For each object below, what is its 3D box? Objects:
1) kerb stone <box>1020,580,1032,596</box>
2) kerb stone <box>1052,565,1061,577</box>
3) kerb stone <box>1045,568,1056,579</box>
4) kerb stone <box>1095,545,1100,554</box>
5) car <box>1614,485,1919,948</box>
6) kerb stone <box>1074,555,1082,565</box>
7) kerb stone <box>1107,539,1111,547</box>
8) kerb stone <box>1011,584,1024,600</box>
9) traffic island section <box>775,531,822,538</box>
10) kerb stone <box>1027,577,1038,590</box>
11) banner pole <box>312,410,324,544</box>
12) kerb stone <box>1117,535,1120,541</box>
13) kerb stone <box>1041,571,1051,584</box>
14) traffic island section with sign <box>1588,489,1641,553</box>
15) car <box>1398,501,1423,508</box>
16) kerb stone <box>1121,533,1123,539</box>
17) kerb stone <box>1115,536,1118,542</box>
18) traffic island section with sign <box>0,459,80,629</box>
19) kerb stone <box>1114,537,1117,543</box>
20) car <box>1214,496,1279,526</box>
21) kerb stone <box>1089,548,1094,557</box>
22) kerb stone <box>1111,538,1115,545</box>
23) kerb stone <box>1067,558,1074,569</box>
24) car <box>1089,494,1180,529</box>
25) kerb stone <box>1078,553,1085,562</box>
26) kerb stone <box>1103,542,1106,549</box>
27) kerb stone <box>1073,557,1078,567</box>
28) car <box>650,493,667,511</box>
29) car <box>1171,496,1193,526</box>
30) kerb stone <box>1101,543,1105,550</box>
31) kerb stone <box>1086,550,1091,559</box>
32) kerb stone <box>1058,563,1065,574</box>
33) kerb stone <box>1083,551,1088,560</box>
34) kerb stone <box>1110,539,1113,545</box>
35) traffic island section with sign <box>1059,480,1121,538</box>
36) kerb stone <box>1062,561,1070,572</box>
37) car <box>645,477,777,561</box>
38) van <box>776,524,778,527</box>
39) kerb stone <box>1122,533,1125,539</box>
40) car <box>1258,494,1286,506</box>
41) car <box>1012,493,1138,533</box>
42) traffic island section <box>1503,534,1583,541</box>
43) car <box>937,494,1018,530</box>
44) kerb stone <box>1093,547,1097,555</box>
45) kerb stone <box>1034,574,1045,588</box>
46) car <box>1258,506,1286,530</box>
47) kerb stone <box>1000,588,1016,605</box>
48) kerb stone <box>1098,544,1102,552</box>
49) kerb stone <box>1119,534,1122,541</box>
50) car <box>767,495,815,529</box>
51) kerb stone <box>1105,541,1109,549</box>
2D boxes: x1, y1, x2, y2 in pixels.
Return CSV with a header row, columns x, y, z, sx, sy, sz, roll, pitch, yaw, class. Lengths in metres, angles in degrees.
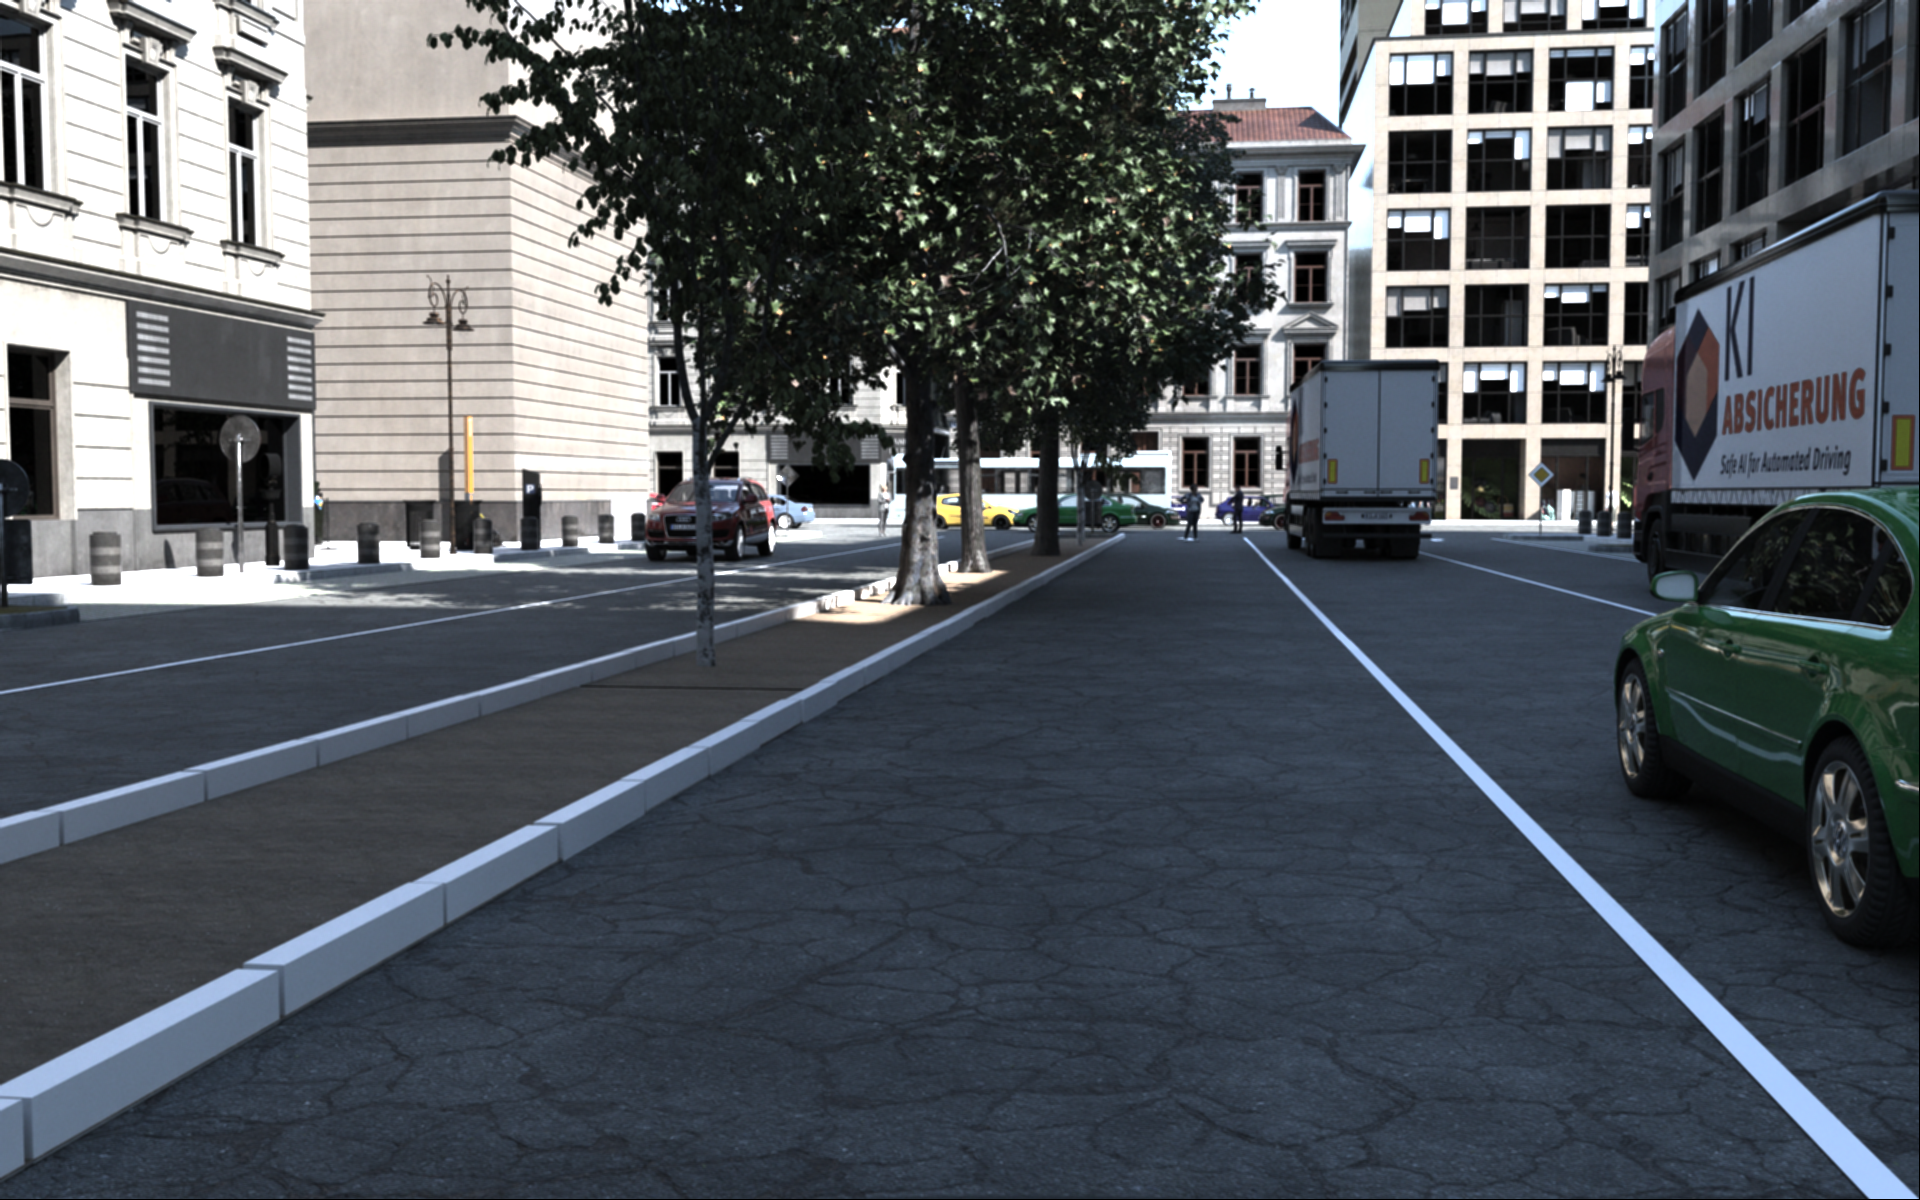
x,y,z,sx,sy,sz,roll,pitch,yaw,class
0.877,-0.141,24.583,0.120,0.150,1.000,0,4,8,kerb stone
1.580,-0.458,29.681,0.120,0.150,1.000,0,4,8,kerb stone
1.438,-0.396,28.665,0.120,0.150,1.000,0,4,8,kerb stone
3.145,-1.139,40.890,0.120,0.150,1.000,0,4,8,kerb stone
3.862,0.127,6.719,1.959,1.807,4.718,0,4,8,car
2.299,-0.767,34.781,0.120,0.150,1.000,0,4,8,kerb stone
3.859,-1.456,46.000,0.120,0.150,1.000,0,4,8,kerb stone
0.732,-0.084,23.567,0.120,0.150,1.000,0,4,8,kerb stone
-5.781,-2.175,57.842,2.009,0.180,2.903,0,4,8,traffic island section
1.009,-0.209,25.609,0.120,0.150,1.000,0,4,8,kerb stone
-16.886,-3.343,44.682,0.863,3.779,0.401,0,4,1,banner pole
4.576,-1.761,51.092,0.120,0.150,1.000,0,4,8,kerb stone
1.308,-0.329,27.648,0.120,0.150,1.000,0,4,8,kerb stone
16.661,-2.088,42.764,1.989,1.847,2.006,0,4,8,traffic island section with sign
17.843,-3.864,75.183,4.499,1.417,2.014,1,4,8,car
4.855,-1.889,53.136,0.120,0.150,1.000,0,4,8,kerb stone
4.419,-1.700,50.074,0.120,0.150,1.000,0,4,8,kerb stone
-10.863,-0.630,18.932,1.989,1.847,2.006,0,4,8,traffic island section with sign
4.282,-1.641,49.050,0.120,0.150,1.000,0,4,8,kerb stone
13.543,-4.050,78.792,3.894,1.354,1.945,0,4,7,car
2.861,-1.018,38.847,0.120,0.150,1.000,0,4,8,kerb stone
4.136,-1.580,48.033,0.120,0.150,1.000,0,4,8,kerb stone
2.016,-0.645,32.740,0.120,0.150,1.000,0,4,8,kerb stone
6.937,-3.752,71.130,4.222,1.686,2.009,1,4,9,car
2.433,-0.832,35.798,0.120,0.150,1.000,0,4,8,kerb stone
3.566,-1.330,43.960,0.120,0.150,1.000,0,4,8,kerb stone
2.154,-0.704,33.766,0.120,0.150,1.000,0,4,8,kerb stone
-11.936,-3.581,67.582,4.494,1.783,2.155,0,4,7,car
10.048,-4.118,79.912,1.945,1.354,3.894,1,4,9,car
3.433,-1.269,42.942,0.120,0.150,1.000,0,4,8,kerb stone
2.721,-0.952,37.831,0.120,0.150,1.000,0,4,8,kerb stone
1.724,-0.520,30.702,0.120,0.150,1.000,0,4,8,kerb stone
2.574,-0.894,36.814,0.120,0.150,1.000,0,4,8,kerb stone
4.002,-1.511,47.016,0.120,0.150,1.000,0,4,8,kerb stone
4.298,-2.969,56.679,2.006,1.907,1.989,0,4,8,traffic island section with sign
1.868,-0.578,31.718,0.120,0.150,1.000,0,4,8,kerb stone
-5.516,-1.845,38.840,2.281,1.827,5.304,0,4,6,car
-9.515,-4.159,75.013,4.112,2.044,2.013,1,4,10,van
4.991,-1.953,54.152,0.120,0.150,1.000,0,4,8,kerb stone
15.705,-4.368,81.199,4.222,1.686,2.009,1,4,9,car
4.329,-3.450,65.200,4.718,1.807,1.959,1,4,8,car
18.278,-1.970,54.496,2.009,0.180,2.903,0,4,8,traffic island section
0.591,-3.676,70.334,3.980,1.641,2.015,1,4,9,car
3.005,-1.077,39.874,0.120,0.150,1.000,0,4,8,kerb stone
1.158,-0.270,26.624,0.120,0.150,1.000,0,4,8,kerb stone
14.074,-3.640,69.297,4.222,1.686,2.009,0,4,7,car
0.582,-0.022,22.549,0.120,0.150,1.000,0,4,8,kerb stone
3.291,-1.206,41.916,0.120,0.150,1.000,0,4,8,kerb stone
4.713,-1.828,52.109,0.120,0.150,1.000,0,4,8,kerb stone
-8.309,-3.682,72.206,4.499,1.417,2.014,1,4,9,car
3.712,-1.387,44.978,0.120,0.150,1.000,0,4,8,kerb stone
